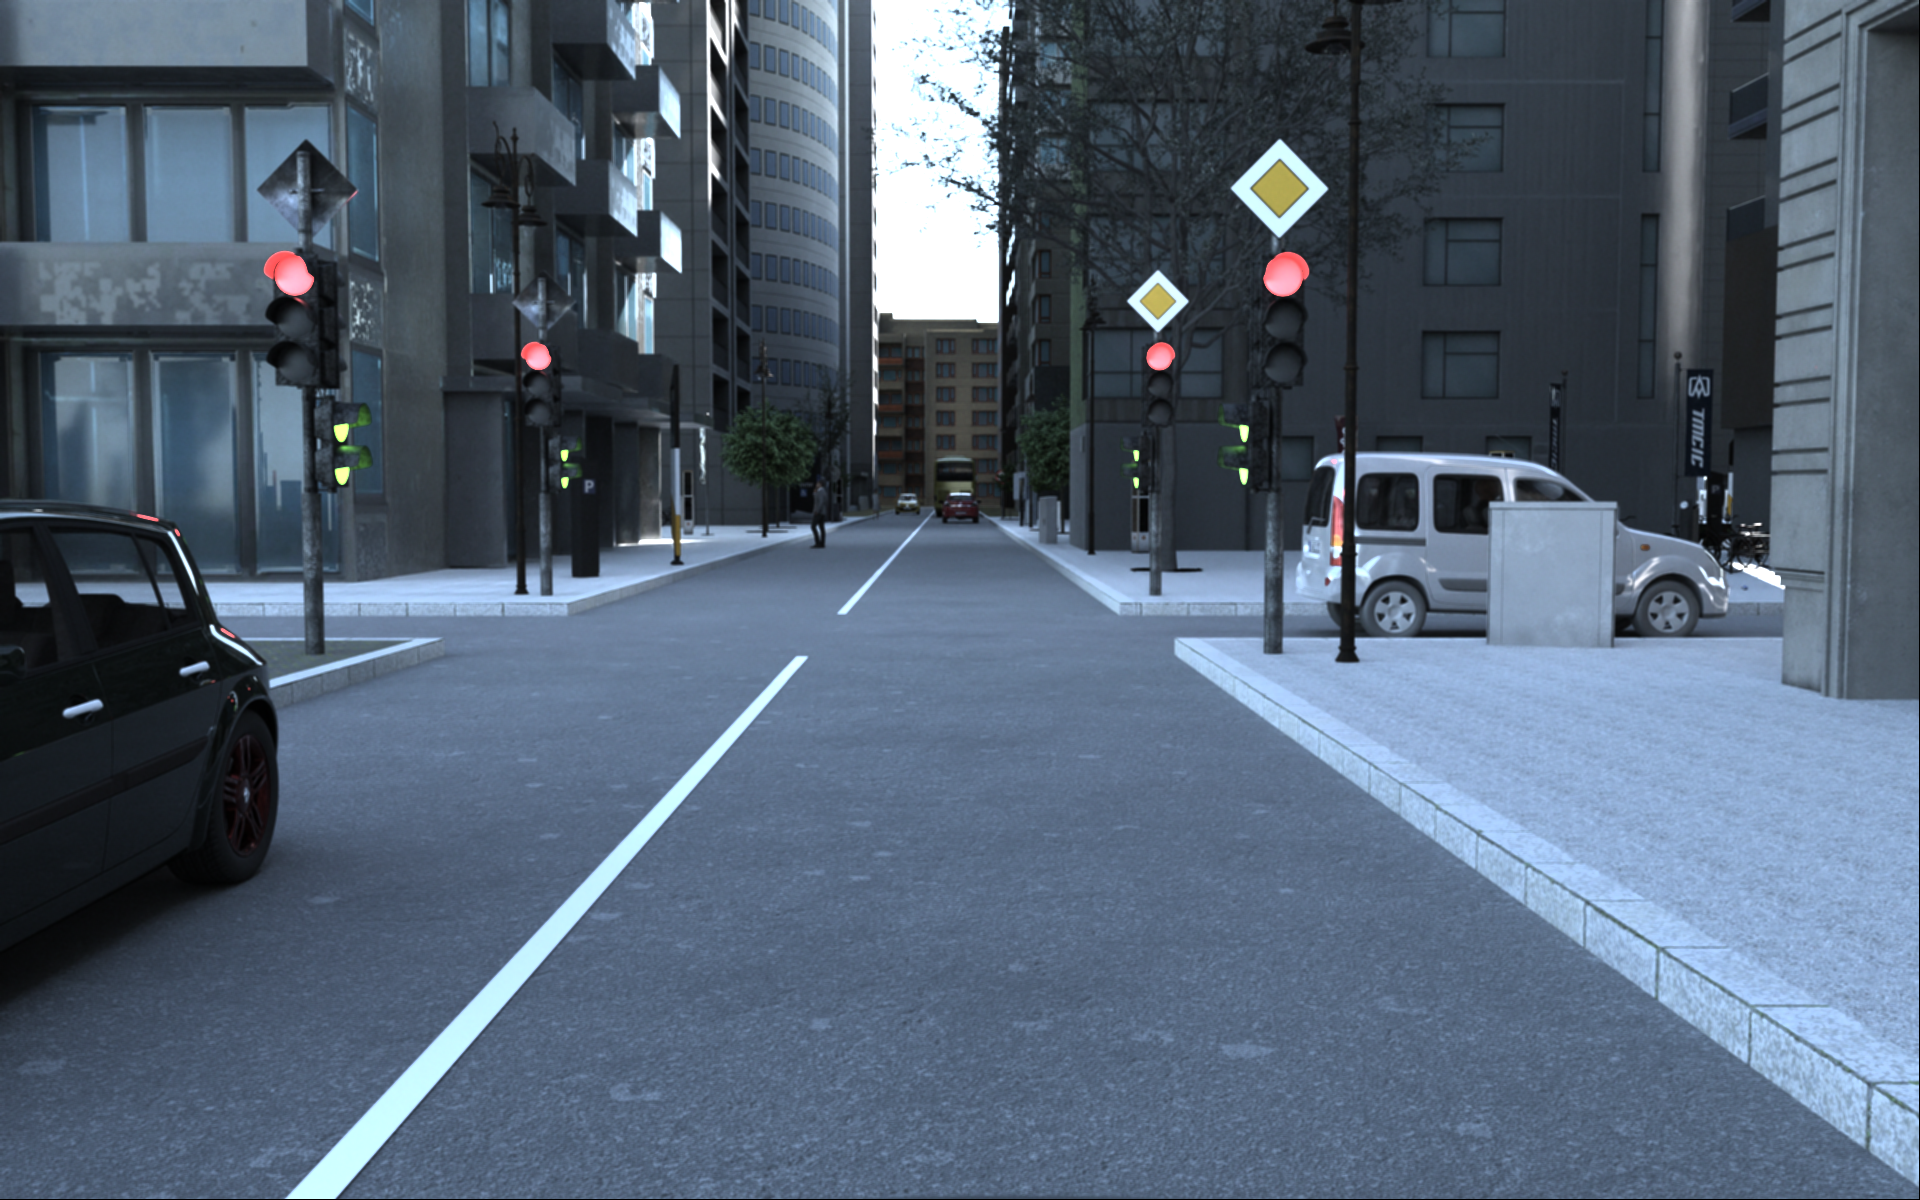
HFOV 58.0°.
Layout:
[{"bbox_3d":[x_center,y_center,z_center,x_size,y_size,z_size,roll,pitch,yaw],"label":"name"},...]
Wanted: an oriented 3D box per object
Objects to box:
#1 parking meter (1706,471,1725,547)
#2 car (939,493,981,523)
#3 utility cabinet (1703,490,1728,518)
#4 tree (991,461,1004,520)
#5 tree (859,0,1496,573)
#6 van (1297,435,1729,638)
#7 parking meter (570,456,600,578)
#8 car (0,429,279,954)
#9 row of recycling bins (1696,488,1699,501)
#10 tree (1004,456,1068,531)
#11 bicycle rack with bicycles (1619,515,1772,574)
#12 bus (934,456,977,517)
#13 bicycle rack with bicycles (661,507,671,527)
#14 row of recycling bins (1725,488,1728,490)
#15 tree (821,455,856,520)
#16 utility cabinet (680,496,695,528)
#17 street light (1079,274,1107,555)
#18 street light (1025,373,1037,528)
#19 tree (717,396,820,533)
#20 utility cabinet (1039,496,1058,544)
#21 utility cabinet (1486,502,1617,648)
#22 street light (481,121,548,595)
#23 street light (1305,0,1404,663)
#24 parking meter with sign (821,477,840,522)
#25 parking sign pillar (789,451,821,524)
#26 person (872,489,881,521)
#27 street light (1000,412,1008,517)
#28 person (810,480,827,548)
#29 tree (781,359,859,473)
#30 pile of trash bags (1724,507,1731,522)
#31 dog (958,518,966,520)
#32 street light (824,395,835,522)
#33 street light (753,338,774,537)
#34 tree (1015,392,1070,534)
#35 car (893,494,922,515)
[{"bbox_3d":[18.402,-2.230,42.179,0.399,1.863,0.255,2,4,24],"label":"parking meter"},{"bbox_3d":[0.007,-4.750,86.705,2.155,1.783,4.494,0,4,-1],"label":"car"},{"bbox_3d":[40.299,-5.119,92.369,0.318,1.500,1.173,-3,4,-38],"label":"utility cabinet"},{"bbox_3d":[2.379,-5.633,86.707,1.663,3.219,1.824,0,3,0],"label":"tree"},{"bbox_3d":[3.498,-7.209,28.243,12.009,13.543,11.850,0,3,0],"label":"tree"},{"bbox_3d":[5.510,-0.633,17.367,4.112,2.044,2.013,0,4,-1],"label":"van"},{"bbox_3d":[-5.781,-1.286,26.738,0.255,1.863,0.399,3,5,43],"label":"parking meter"},{"bbox_3d":[-3.435,0.293,5.000,2.009,1.686,4.222,0,4,-1],"label":"car"},{"bbox_3d":[30.661,-4.058,73.454,1.069,1.692,3.534,1,4,18],"label":"row of recycling bins"},{"bbox_3d":[2.851,-4.036,60.590,1.663,3.219,1.824,0,3,0],"label":"tree"},{"bbox_3d":[13.000,-0.950,28.918,2.925,0.926,2.852,0,4,-5],"label":"bicycle rack with bicycles"},{"bbox_3d":[-0.298,-7.336,111.494,2.896,3.916,12.252,0,4,0],"label":"bus"},{"bbox_3d":[-12.395,-3.359,68.303,2.925,0.926,2.852,0,4,-7],"label":"bicycle rack with bicycles"},{"bbox_3d":[42.041,-5.234,92.681,1.069,1.692,3.534,0,4,-7],"label":"row of recycling bins"},{"bbox_3d":[-6.247,-5.636,86.745,1.663,3.219,1.824,0,3,0],"label":"tree"},{"bbox_3d":[-10.400,-3.311,65.295,0.306,1.237,1.020,1,4,23],"label":"utility cabinet"},{"bbox_3d":[2.789,-3.900,36.557,0.468,5.910,1.993,0,4,0],"label":"street light"},{"bbox_3d":[2.707,-5.700,65.982,0.468,5.910,1.993,0,4,0],"label":"street light"},{"bbox_3d":[-6.485,-4.559,58.254,4.285,4.588,4.351,0,3,0],"label":"tree"},{"bbox_3d":[2.287,-2.078,45.130,0.306,1.237,1.020,-1,4,-9],"label":"utility cabinet"},{"bbox_3d":[5.012,-0.215,14.684,1.020,1.237,0.306,1,4,19],"label":"utility cabinet"},{"bbox_3d":[-5.614,-3.010,22.001,0.468,5.910,1.993,0,4,0],"label":"street light"},{"bbox_3d":[2.966,-2.465,13.088,0.468,5.910,1.993,0,4,0],"label":"street light"},{"bbox_3d":[-6.339,-5.064,79.051,1.738,3.016,0.543,1,4,15],"label":"parking meter with sign"},{"bbox_3d":[-6.660,-5.278,74.774,1.447,3.967,1.447,2,4,26],"label":"parking sign pillar"},{"bbox_3d":[-4.525,-5.156,93.555,0.466,1.731,0.760,0,4,6],"label":"person"},{"bbox_3d":[2.435,-7.534,95.975,0.468,5.910,1.993,0,4,0],"label":"street light"},{"bbox_3d":[-3.770,-2.292,46.150,0.473,1.802,0.592,1,4,22],"label":"person"},{"bbox_3d":[-7.373,-8.796,94.177,4.360,8.622,3.978,0,3,0],"label":"tree"},{"bbox_3d":[40.941,-4.769,87.720,3.447,1.369,1.912,-1,4,-14],"label":"pile of trash bags"},{"bbox_3d":[0.130,-4.638,96.030,0.550,0.427,0.748,1,4,9],"label":"dog"},{"bbox_3d":[-6.077,-6.609,80.850,0.468,5.910,1.993,0,4,0],"label":"street light"},{"bbox_3d":[-5.826,-4.810,51.426,0.468,5.910,1.993,0,4,0],"label":"street light"},{"bbox_3d":[3.400,-4.435,56.233,4.285,4.588,4.351,0,3,0],"label":"tree"},{"bbox_3d":[-3.675,-6.829,121.872,2.015,1.641,3.980,0,4,-1],"label":"car"}]
